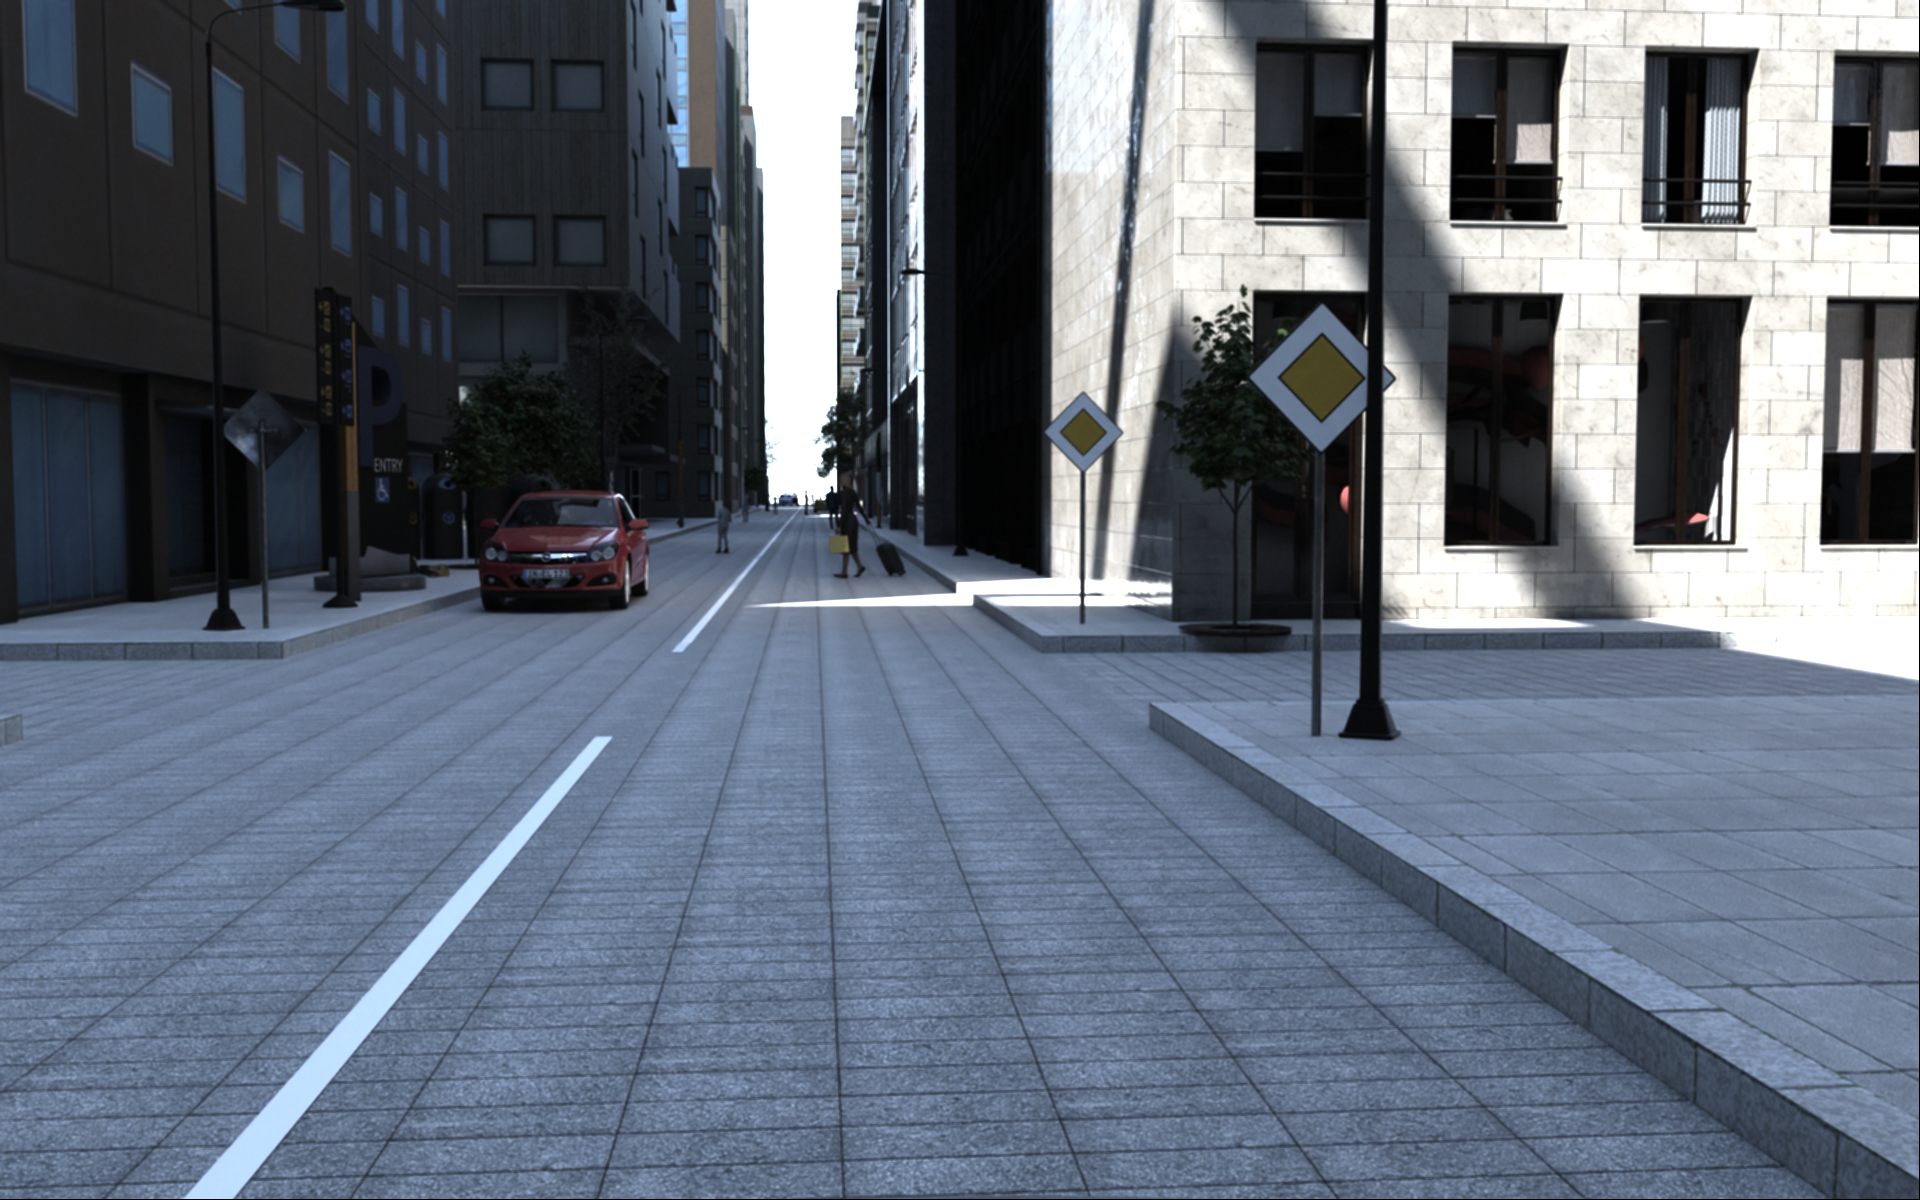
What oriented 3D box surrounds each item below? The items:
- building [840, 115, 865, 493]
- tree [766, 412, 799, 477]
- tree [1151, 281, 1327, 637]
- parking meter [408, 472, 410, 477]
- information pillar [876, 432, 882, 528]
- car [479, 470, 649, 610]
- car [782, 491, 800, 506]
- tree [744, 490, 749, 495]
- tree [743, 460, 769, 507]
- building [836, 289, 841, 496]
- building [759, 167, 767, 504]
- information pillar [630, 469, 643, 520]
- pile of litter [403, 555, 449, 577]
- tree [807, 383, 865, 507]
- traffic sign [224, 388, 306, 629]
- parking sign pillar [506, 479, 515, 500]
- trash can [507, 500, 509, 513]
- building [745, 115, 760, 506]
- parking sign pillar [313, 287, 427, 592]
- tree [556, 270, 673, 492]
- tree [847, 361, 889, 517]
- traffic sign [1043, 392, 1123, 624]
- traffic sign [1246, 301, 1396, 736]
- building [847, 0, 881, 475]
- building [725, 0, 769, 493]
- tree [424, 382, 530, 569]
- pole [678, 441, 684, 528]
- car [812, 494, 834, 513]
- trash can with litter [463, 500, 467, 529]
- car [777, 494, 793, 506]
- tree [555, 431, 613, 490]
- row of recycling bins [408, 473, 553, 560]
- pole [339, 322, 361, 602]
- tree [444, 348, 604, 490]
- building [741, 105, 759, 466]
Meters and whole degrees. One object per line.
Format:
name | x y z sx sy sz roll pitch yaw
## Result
building | -6.169 -31.012 190.647 14.154 41.232 14.086 0 4 -5
tree | -28.055 -20.719 249.117 12.009 13.543 11.850 0 3 0
tree | 2.533 -1.296 15.795 1.663 3.219 1.824 0 3 0
parking meter | -12.778 -2.077 39.667 0.399 1.863 0.255 0 4 4
information pillar | -3.086 -4.539 65.563 0.183 3.616 0.504 -1 4 -13
car | -5.150 -0.844 22.846 2.155 1.783 4.494 0 4 -5
car | -20.541 -12.296 209.709 2.281 1.827 5.304 0 4 -4
tree | -21.872 -10.984 174.182 1.663 3.219 1.824 0 3 0
tree | -20.017 -11.176 166.448 4.285 4.588 4.351 0 3 0
building | -10.427 -28.878 243.850 14.160 30.474 14.107 0 4 -5
building | -30.848 -32.193 209.948 14.154 41.232 14.086 0 4 -5
information pillar | -9.380 -2.800 50.270 0.304 2.012 0.304 0 4 2
pile of litter | -8.675 -0.815 27.296 1.176 0.858 1.719 -2 4 -25
tree | -11.100 -15.967 178.062 9.611 12.733 9.660 0 3 0
traffic sign | -6.610 -0.783 16.440 0.795 2.450 0.064 0 4 -5
parking sign pillar | -15.498 -4.227 57.584 1.447 3.967 1.447 0 4 6
trash can | -11.576 -1.934 43.272 0.748 1.137 0.748 0 3 0
building | -28.690 -30.433 181.169 14.154 41.232 14.086 0 4 -5
parking sign pillar | -7.948 -2.127 23.249 1.447 3.967 1.447 1 4 14
tree | -11.606 -6.554 57.523 4.360 8.622 3.978 0 3 0
tree | -4.284 -8.871 95.399 4.360 8.622 3.978 0 3 0
traffic sign | 1.208 -0.822 17.084 0.795 2.450 0.064 0 4 -5
traffic sign | 1.887 -0.335 9.128 0.795 2.450 0.064 0 4 -5
building | 1.968 -32.626 153.039 23.786 49.044 30.456 0 4 -5
building | -35.516 -48.181 226.015 20.563 71.187 20.611 0 4 -5
tree | -8.333 -2.154 29.813 1.663 3.219 1.824 0 3 0
pole | -10.641 -4.416 66.043 0.158 3.312 0.155 0 3 0
car | -10.332 -7.485 132.598 2.015 1.641 3.980 0 4 -4
trash can with litter | -12.146 -2.013 44.304 1.055 1.170 0.624 -2 4 -28
car | -20.675 -11.944 204.878 1.945 1.707 3.694 0 4 -5
tree | -11.420 -3.482 51.524 1.663 3.219 1.824 0 3 0
row of recycling bins | -9.876 -1.674 34.476 3.534 1.692 1.069 -2 4 -34
pole | -7.276 -1.637 20.610 0.158 3.312 0.155 0 3 0
tree | -9.737 -3.377 38.923 4.285 4.588 4.351 0 3 0
building | -29.900 -33.344 195.281 14.600 45.320 14.200 0 4 -5
